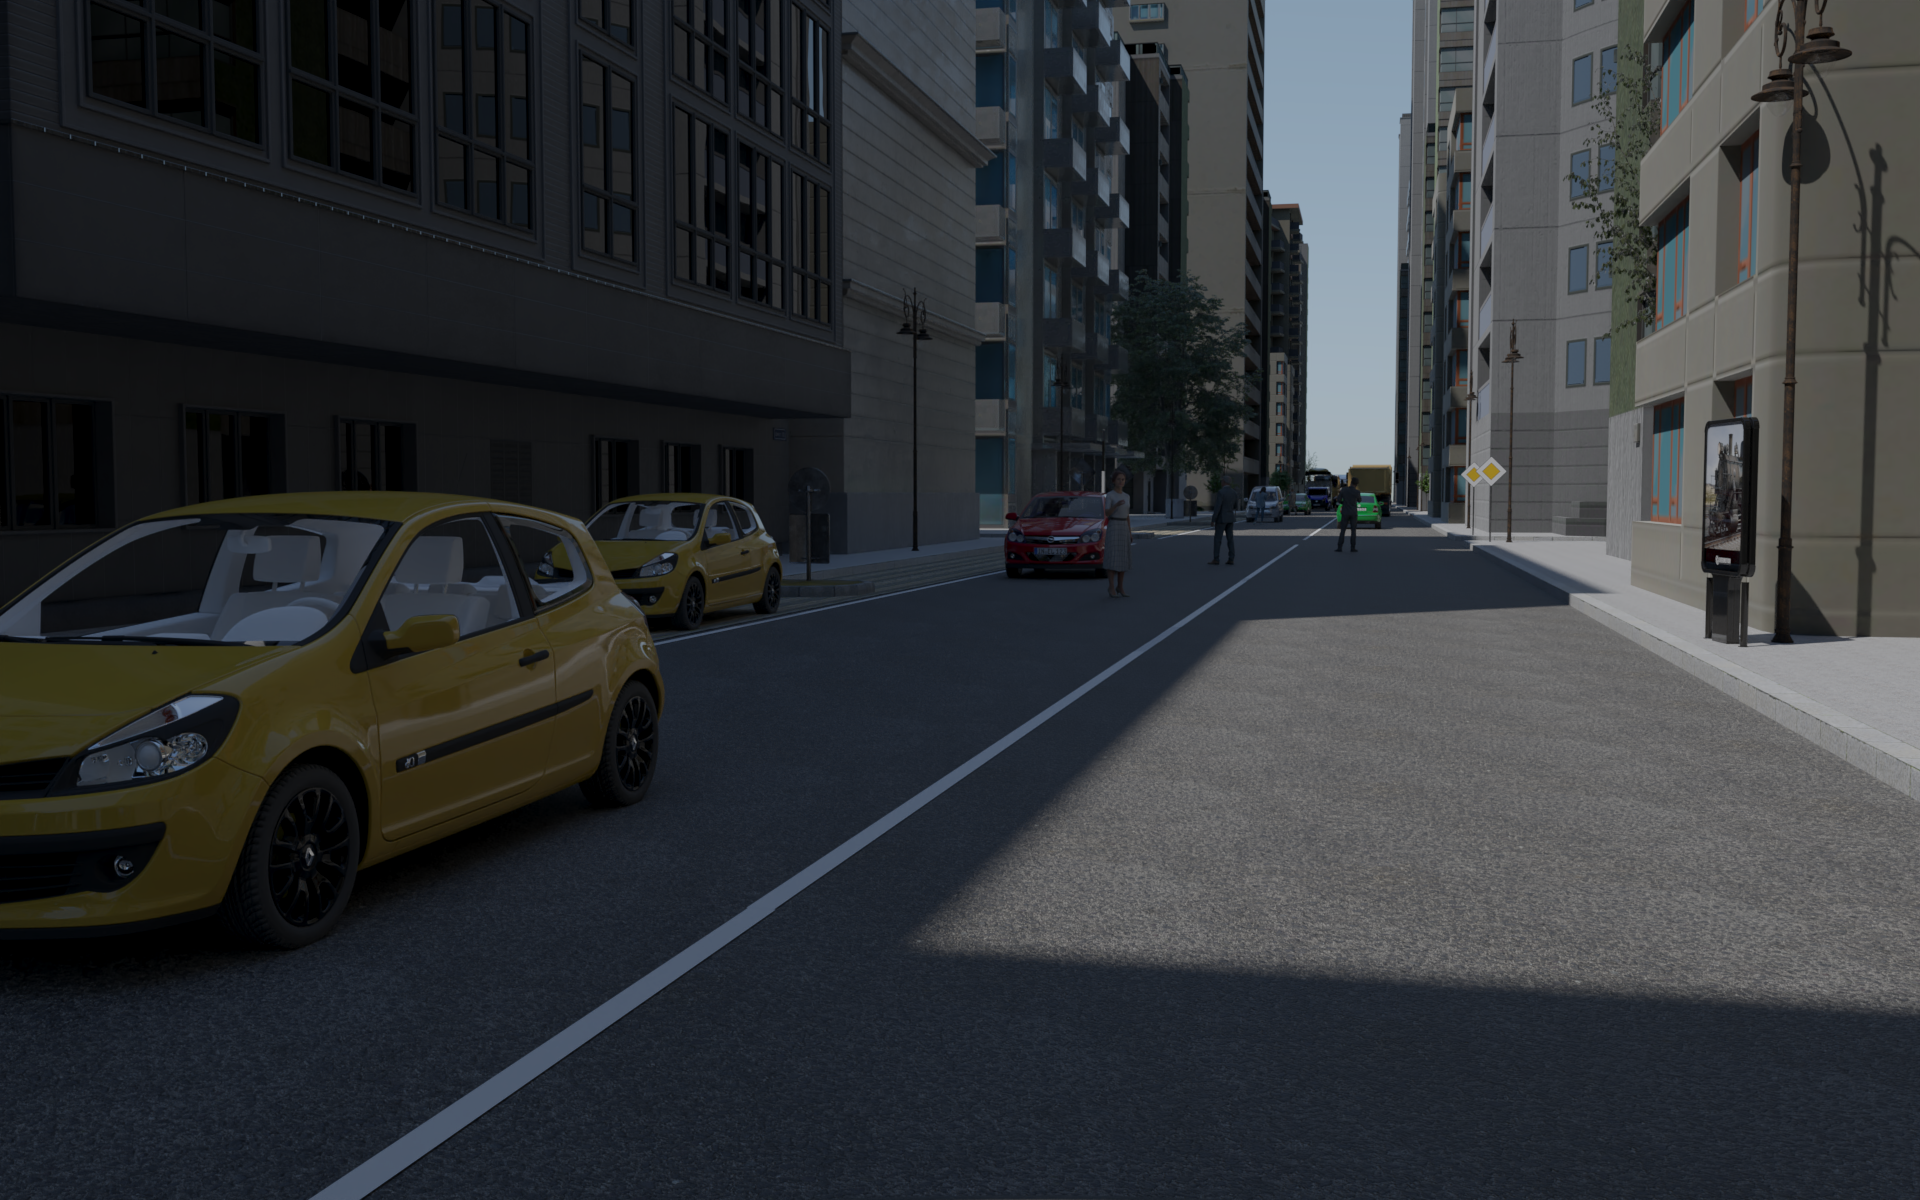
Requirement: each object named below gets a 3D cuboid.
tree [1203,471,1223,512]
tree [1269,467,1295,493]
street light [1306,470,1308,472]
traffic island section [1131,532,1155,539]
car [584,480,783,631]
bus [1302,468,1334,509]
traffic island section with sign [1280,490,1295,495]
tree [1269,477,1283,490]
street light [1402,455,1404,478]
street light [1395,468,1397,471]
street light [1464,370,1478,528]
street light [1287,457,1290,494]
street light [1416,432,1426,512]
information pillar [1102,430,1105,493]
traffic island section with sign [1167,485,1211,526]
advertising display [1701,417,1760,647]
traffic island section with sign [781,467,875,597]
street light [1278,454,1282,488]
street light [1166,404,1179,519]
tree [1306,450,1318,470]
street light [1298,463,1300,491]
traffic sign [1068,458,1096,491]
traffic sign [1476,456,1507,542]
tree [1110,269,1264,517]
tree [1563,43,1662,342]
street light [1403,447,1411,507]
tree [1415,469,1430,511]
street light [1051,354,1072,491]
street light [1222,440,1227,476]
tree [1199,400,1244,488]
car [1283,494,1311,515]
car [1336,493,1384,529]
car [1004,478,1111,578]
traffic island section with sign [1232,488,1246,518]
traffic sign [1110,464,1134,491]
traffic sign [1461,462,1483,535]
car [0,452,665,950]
[{"bbox_3d":[18.106,-7.883,123.496,1.663,3.219,1.824,0,3,0],"label":"tree"},{"bbox_3d":[37.511,-13.408,202.926,4.285,4.588,4.351,0,3,0],"label":"tree"},{"bbox_3d":[55.031,-18.470,274.777,0.468,5.910,1.993,1,4,13],"label":"street light"},{"bbox_3d":[5.261,-2.104,56.685,2.009,0.180,2.903,1,4,13],"label":"traffic island section"},{"bbox_3d":[-3.328,-0.563,19.433,2.015,1.641,3.980,1,4,13],"label":"car"},{"bbox_3d":[34.478,-10.688,166.291,2.896,3.916,12.252,1,4,13],"label":"bus"},{"bbox_3d":[34.639,-10.498,180.272,1.989,1.847,2.006,1,4,13],"label":"traffic island section with sign"},{"bbox_3d":[36.422,-12.538,199.591,1.663,3.219,1.824,0,3,0],"label":"tree"},{"bbox_3d":[51.493,-13.965,201.118,0.468,5.910,1.993,1,4,13],"label":"street light"},{"bbox_3d":[55.888,-15.117,219.948,0.468,5.910,1.993,1,4,13],"label":"street light"},{"bbox_3d":[18.991,-5.609,64.490,0.468,5.910,1.993,1,4,13],"label":"street light"},{"bbox_3d":[40.333,-14.674,212.711,0.468,5.910,1.993,1,4,13],"label":"street light"},{"bbox_3d":[33.803,-9.412,126.681,0.468,5.910,1.993,1,4,13],"label":"street light"},{"bbox_3d":[5.221,-4.383,63.021,0.183,3.616,0.504,0,4,8],"label":"information pillar"},{"bbox_3d":[10.501,-4.287,78.721,1.989,1.847,2.006,1,4,13],"label":"traffic island section with sign"},{"bbox_3d":[6.610,-0.592,14.899,0.123,1.923,0.974,0,4,5],"label":"advertising display"},{"bbox_3d":[-2.305,-0.994,24.886,1.989,1.847,2.006,1,4,13],"label":"traffic island section with sign"},{"bbox_3d":[36.010,-13.590,194.986,0.468,5.910,1.993,1,4,13],"label":"street light"},{"bbox_3d":[10.861,-7.088,88.672,0.468,5.910,1.993,1,4,13],"label":"street light"},{"bbox_3d":[57.411,-20.512,285.725,4.360,8.622,3.978,0,3,0],"label":"tree"},{"bbox_3d":[47.652,-16.572,243.733,0.468,5.910,1.993,1,4,13],"label":"street light"},{"bbox_3d":[3.439,-2.765,48.849,0.795,2.450,0.064,1,4,13],"label":"traffic sign"},{"bbox_3d":[14.180,-2.608,46.284,0.795,2.450,0.064,1,4,13],"label":"traffic sign"},{"bbox_3d":[12.087,-11.699,97.941,9.857,13.997,8.962,0,3,0],"label":"tree"},{"bbox_3d":[11.222,-4.648,26.350,4.360,8.622,3.978,0,3,0],"label":"tree"},{"bbox_3d":[43.968,-12.037,169.594,0.468,5.910,1.993,1,4,13],"label":"street light"},{"bbox_3d":[35.231,-8.296,130.249,1.663,3.219,1.824,0,3,0],"label":"tree"},{"bbox_3d":[3.361,-5.166,57.252,0.468,5.910,1.993,1,4,13],"label":"street light"},{"bbox_3d":[18.416,-9.046,120.686,0.468,5.910,1.993,1,4,13],"label":"street light"},{"bbox_3d":[19.016,-10.799,126.923,4.737,8.622,4.395,0,3,0],"label":"tree"},{"bbox_3d":[23.116,-6.736,118.931,1.959,1.807,4.718,1,4,15],"label":"car"},{"bbox_3d":[16.625,-3.870,72.063,1.959,1.807,4.718,1,4,13],"label":"car"},{"bbox_3d":[1.954,-1.339,30.925,2.155,1.783,4.494,1,4,12],"label":"car"},{"bbox_3d":[16.736,-5.891,104.948,1.989,1.847,2.006,1,4,13],"label":"traffic island section with sign"},{"bbox_3d":[5.285,-3.240,56.618,0.795,2.450,0.064,1,4,13],"label":"traffic sign"},{"bbox_3d":[16.027,-3.083,54.054,0.795,2.450,0.064,1,4,13],"label":"traffic sign"},{"bbox_3d":[-2.606,0.209,6.802,2.015,1.641,3.980,1,4,13],"label":"car"}]
